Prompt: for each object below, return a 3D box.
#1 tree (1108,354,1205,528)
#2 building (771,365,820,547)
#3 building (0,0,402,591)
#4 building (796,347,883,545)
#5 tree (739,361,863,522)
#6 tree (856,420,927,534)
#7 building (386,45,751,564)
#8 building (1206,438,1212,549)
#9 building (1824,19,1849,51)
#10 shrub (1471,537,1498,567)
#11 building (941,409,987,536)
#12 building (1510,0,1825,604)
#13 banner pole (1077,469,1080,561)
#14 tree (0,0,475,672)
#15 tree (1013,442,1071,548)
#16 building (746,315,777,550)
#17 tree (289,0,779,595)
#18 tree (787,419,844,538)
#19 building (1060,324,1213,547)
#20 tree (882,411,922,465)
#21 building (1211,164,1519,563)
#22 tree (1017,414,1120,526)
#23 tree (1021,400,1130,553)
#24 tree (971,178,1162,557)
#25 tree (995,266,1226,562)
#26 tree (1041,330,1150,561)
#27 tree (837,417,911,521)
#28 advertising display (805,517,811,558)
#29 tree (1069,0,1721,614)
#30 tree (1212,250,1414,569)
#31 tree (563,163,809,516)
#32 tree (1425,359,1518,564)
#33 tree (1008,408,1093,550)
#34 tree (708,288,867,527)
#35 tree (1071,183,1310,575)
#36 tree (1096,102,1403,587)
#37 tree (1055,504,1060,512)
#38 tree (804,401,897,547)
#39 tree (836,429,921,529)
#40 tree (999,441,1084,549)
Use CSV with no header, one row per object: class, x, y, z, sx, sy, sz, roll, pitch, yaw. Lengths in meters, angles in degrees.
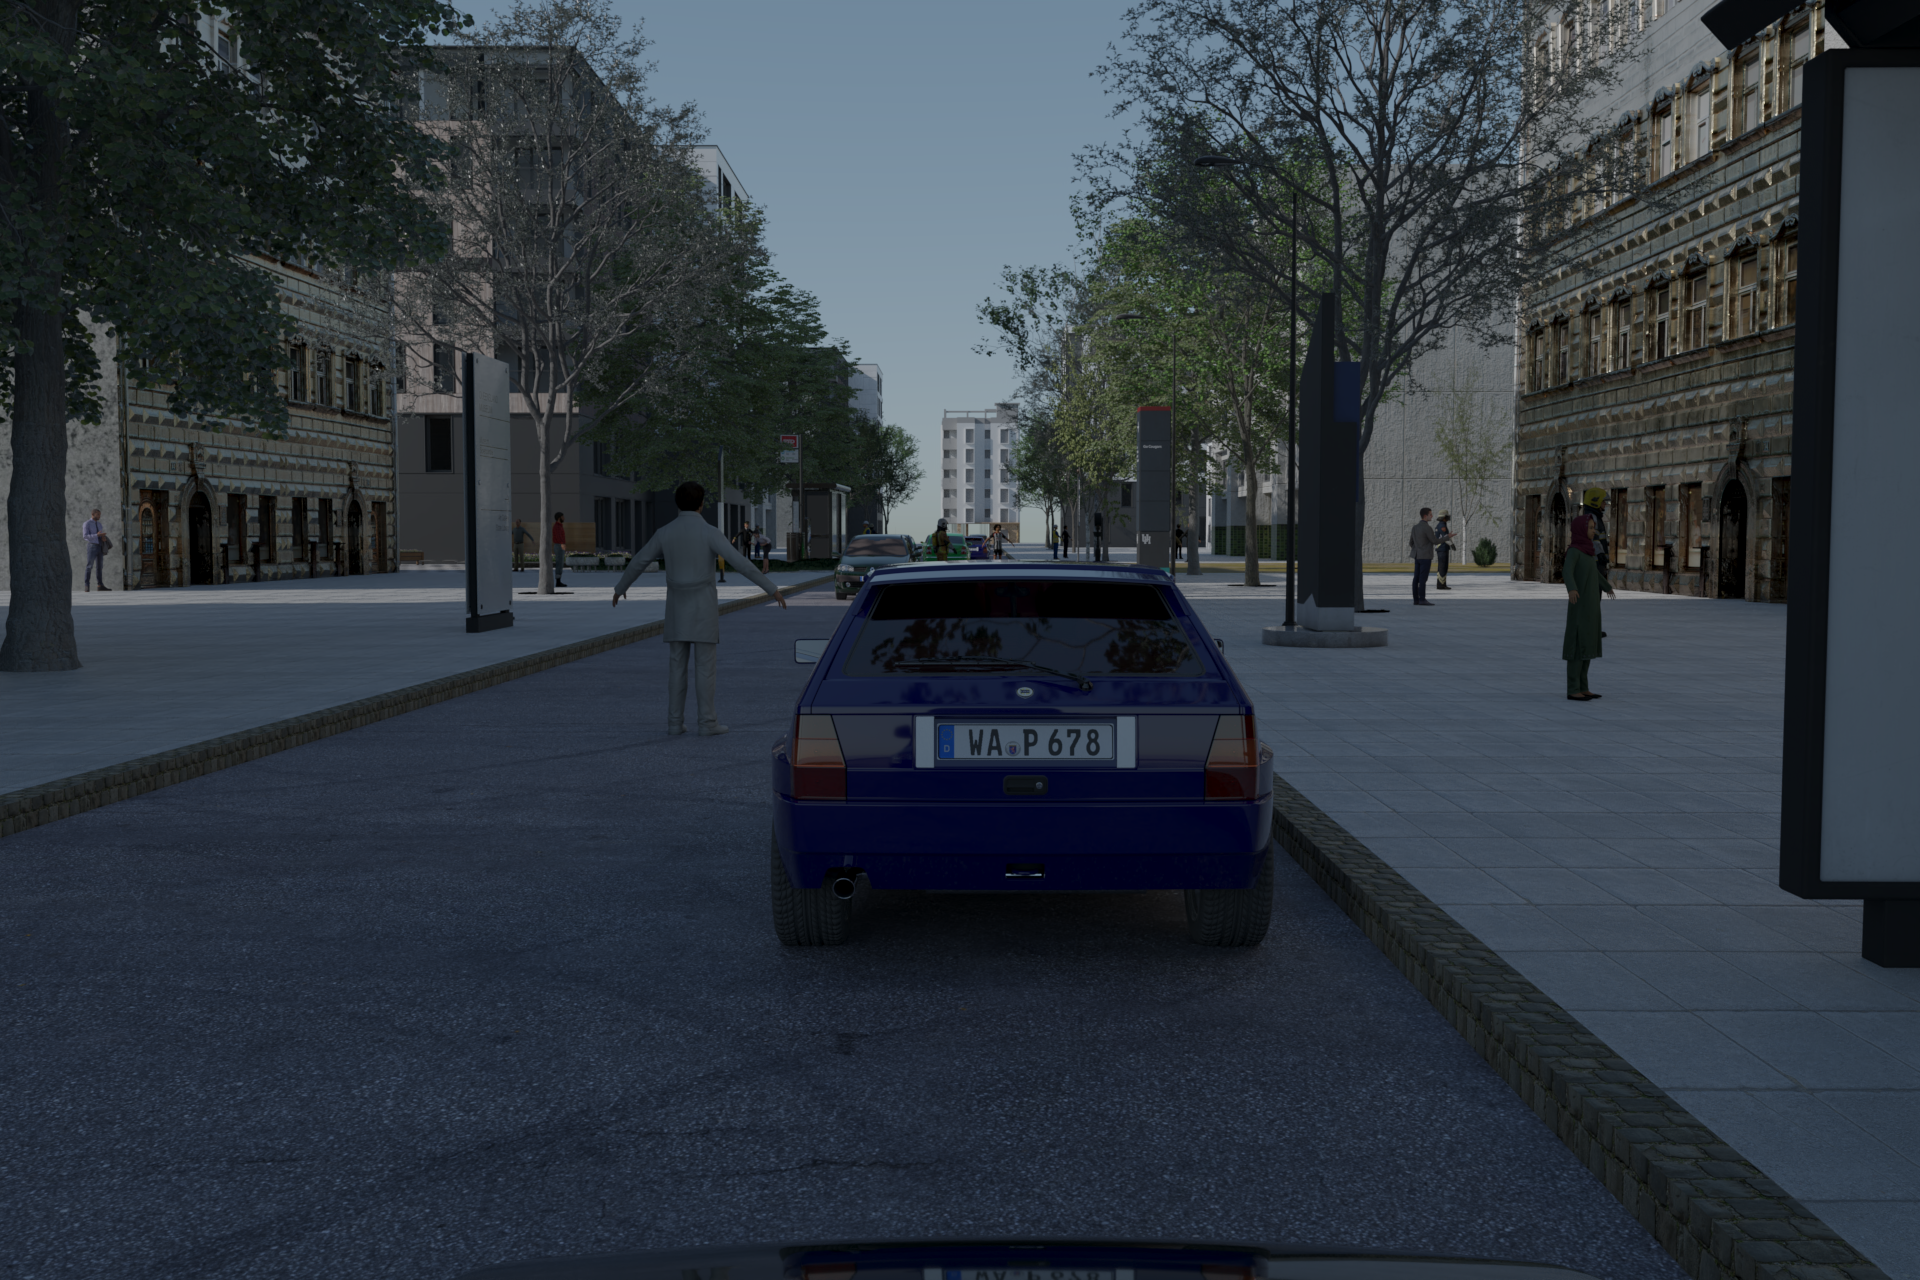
tree,8.071,-7.370,70.860,4.360,8.622,3.978,0,3,0
building,-24.731,-21.355,180.084,19.493,23.208,18.063,0,4,1
building,-27.872,-13.246,47.495,19.493,23.208,18.063,0,4,1
building,-23.876,-22.122,205.674,27.936,21.610,32.646,0,4,0
tree,-8.390,-9.467,89.194,7.601,10.594,8.767,1,4,12
tree,-6.644,-14.067,155.753,9.928,11.665,9.643,0,3,0
building,-26.663,-14.993,89.106,27.936,21.610,32.646,0,4,0
building,25.364,-11.810,135.245,9.099,9.664,28.070,0,4,1
building,22.363,-8.941,12.648,16.747,18.905,31.486,0,4,1
shrub,20.307,-3.420,67.033,1.383,1.207,1.383,0,3,0
building,-2.447,-24.106,253.003,11.380,20.090,16.016,0,4,-1
building,24.244,-12.654,37.821,19.493,23.208,18.063,0,4,1
banner pole,4.571,-4.684,66.600,0.401,3.779,0.863,0,4,0
tree,-8.765,-6.694,16.095,9.857,13.997,8.962,0,3,0
tree,8.314,-14.502,162.858,9.928,11.665,9.643,0,3,0
building,-24.667,-16.435,135.168,16.747,18.905,31.486,0,4,1
tree,-8.742,-7.721,36.608,12.009,13.543,11.850,0,3,0
tree,-8.368,-9.178,100.418,4.737,8.622,4.395,0,3,0
building,24.550,-20.824,184.454,27.936,21.610,32.646,0,4,1
tree,-11.844,-24.324,253.591,12.611,20.169,13.585,0,3,0
building,23.799,-13.763,91.483,16.747,18.905,31.486,0,4,1
tree,8.123,-12.026,131.045,8.767,10.594,7.601,1,4,14
tree,7.975,-11.254,118.415,8.767,10.594,7.601,2,4,27
tree,6.715,-14.640,95.261,12.611,20.169,13.585,0,3,0
tree,6.701,-10.375,80.005,12.009,13.543,11.850,0,3,0
tree,4.770,-6.863,62.577,4.737,8.622,4.395,0,3,0
tree,-7.340,-12.001,130.623,7.601,10.594,8.767,-2,4,-25
advertising display,-5.925,-3.809,67.483,0.123,1.923,0.974,0,4,3
tree,6.531,-7.186,27.867,12.009,13.543,11.850,0,3,0
tree,12.764,-8.403,63.146,9.928,11.665,9.643,0,3,0
tree,-8.523,-8.282,53.543,7.486,12.596,7.792,0,3,0
tree,21.216,-7.503,73.037,4.360,8.622,3.978,0,3,0
tree,7.497,-13.203,141.631,9.928,11.665,9.643,0,3,0
tree,-8.100,-9.942,80.679,7.486,12.596,7.792,0,3,0
tree,7.339,-8.280,53.506,7.486,12.596,7.792,0,3,0
tree,7.040,-7.119,42.158,9.928,11.665,9.643,0,3,0
tree,17.237,-19.967,252.207,9.928,11.665,9.643,0,3,0
tree,-8.071,-11.307,119.281,8.767,10.594,7.601,1,4,17
tree,-7.420,-12.758,143.008,8.767,10.594,7.601,-1,4,-13
tree,7.557,-13.261,151.222,7.601,10.594,8.767,2,4,30
